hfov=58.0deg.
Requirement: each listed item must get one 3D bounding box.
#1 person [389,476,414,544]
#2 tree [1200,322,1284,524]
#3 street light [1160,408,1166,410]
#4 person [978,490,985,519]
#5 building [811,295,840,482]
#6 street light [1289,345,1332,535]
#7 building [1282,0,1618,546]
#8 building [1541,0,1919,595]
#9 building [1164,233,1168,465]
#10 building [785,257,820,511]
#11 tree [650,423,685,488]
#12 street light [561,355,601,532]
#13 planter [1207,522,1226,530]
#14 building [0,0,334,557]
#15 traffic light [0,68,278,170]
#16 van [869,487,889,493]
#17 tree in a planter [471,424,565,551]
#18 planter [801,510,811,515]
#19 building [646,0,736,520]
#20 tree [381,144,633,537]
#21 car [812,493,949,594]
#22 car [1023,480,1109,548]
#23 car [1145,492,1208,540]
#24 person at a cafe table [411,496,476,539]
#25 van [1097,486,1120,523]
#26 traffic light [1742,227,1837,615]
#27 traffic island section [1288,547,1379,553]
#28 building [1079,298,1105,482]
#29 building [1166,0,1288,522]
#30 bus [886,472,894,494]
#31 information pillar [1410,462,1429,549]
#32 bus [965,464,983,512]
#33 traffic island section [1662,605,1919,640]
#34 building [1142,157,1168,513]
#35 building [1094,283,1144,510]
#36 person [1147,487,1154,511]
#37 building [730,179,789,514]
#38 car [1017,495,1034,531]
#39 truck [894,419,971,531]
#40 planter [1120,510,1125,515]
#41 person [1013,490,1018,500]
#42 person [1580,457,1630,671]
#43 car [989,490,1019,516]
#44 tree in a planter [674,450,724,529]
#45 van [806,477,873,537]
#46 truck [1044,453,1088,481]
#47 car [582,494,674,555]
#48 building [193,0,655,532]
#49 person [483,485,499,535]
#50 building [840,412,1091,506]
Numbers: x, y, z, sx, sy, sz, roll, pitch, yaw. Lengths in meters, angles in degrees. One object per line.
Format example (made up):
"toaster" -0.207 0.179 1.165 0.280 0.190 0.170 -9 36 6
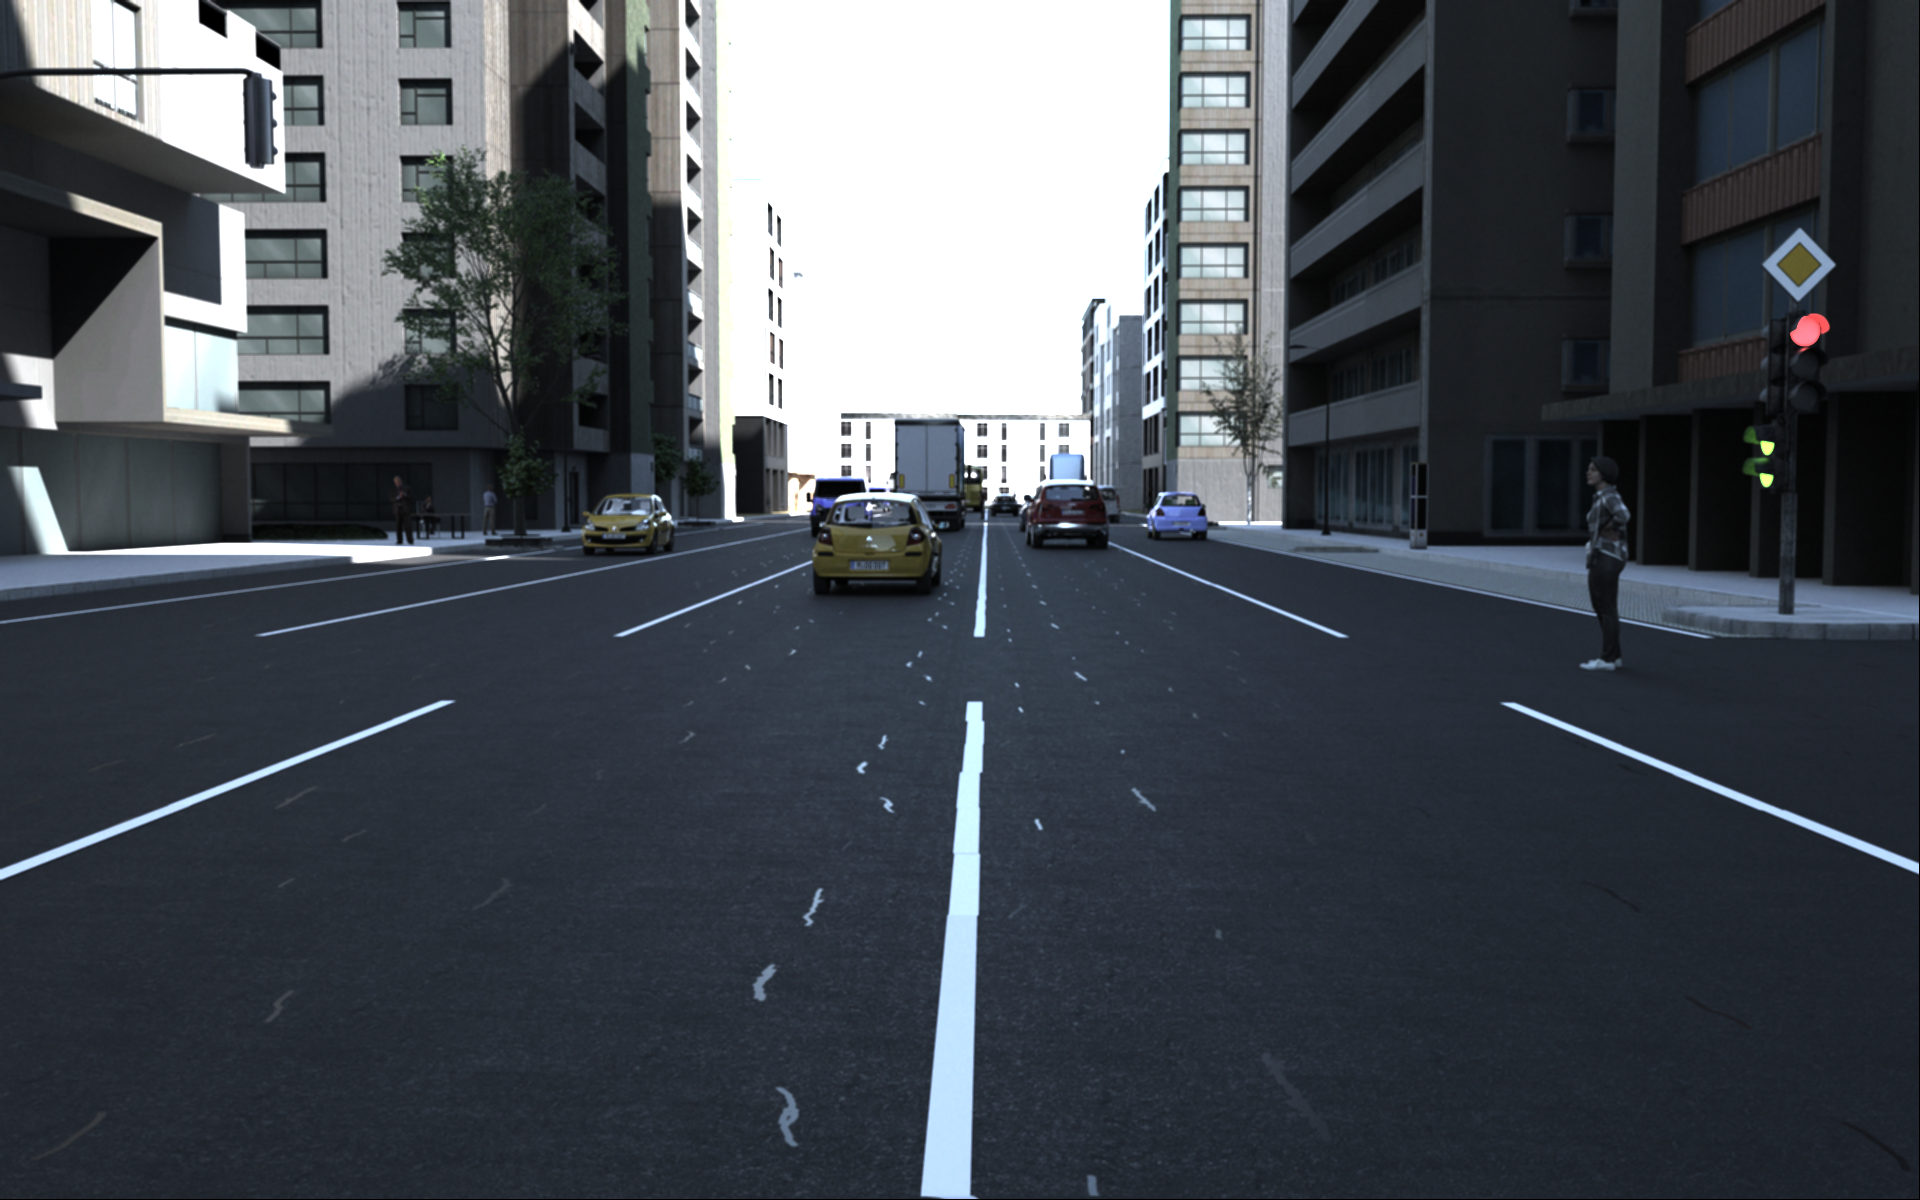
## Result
"person" -14.233 -2.291 44.187 0.565 1.739 0.600 -2 4 -35
"tree" 12.284 -7.532 73.514 4.360 8.622 3.978 0 3 0
"street light" 11.495 -7.397 93.485 1.470 5.913 1.316 0 4 1
"person" 1.208 -5.449 99.067 0.415 1.643 0.593 -1 4 -11
"building" -27.692 -18.112 162.595 31.486 18.905 16.747 0 4 1
"street light" 10.912 -4.982 54.000 1.470 5.913 1.316 0 4 1
"building" 22.333 -26.174 51.647 21.300 48.544 21.600 0 4 1
"building" 25.636 -22.867 28.501 28.867 44.769 22.147 0 4 1
"building" 20.019 -14.866 99.483 16.016 20.091 11.380 0 4 1
"building" -20.001 -17.628 144.634 16.016 20.091 11.380 0 4 1
"tree" -13.990 -5.734 77.463 4.285 4.588 4.351 0 3 0
"street light" -12.719 -5.234 58.115 1.470 5.913 1.316 0 4 1
"planter" 9.666 -2.993 70.080 1.991 0.319 1.994 0 4 1
"building" -30.116 -27.014 30.913 28.713 52.752 27.495 0 4 1
"traffic light" -9.806 -2.692 18.685 4.771 5.953 1.251 0 4 1
"van" -6.632 -8.191 138.306 2.240 2.365 5.245 0 4 3
"tree in a planter" -11.211 -2.871 44.160 1.991 3.239 1.994 0 4 1
"planter" -9.996 -6.107 120.992 1.991 0.319 1.994 0 4 1
"building" -19.295 -24.610 85.975 14.154 41.232 14.086 0 4 1
"tree" -13.526 -7.747 52.420 9.928 11.665 9.643 0 3 0
"car" -1.192 -0.976 26.189 2.015 1.641 3.980 0 4 2
"car" 2.889 -2.363 47.300 2.281 1.827 5.304 0 4 0
"car" 6.907 -2.799 55.348 1.945 1.707 3.694 0 4 2
"person at a cafe table" -15.076 -2.380 49.769 1.698 1.238 1.726 -3 4 -38
"van" 7.185 -4.976 88.363 2.013 2.044 4.112 0 4 0
"traffic light" 8.800 -1.801 18.372 0.839 4.253 0.868 0 4 1
"traffic island section" 9.228 -1.240 43.147 1.991 0.108 1.994 0 4 1
"building" 30.167 -21.198 190.568 32.646 21.610 27.936 0 4 1
"building" 17.001 -24.500 84.172 14.154 41.232 14.086 0 4 1
"bus" -3.576 -8.001 125.679 2.948 3.499 13.247 0 4 1
"information pillar" 10.684 -2.190 40.302 0.304 2.012 0.304 -1 4 -10
"bus" 0.534 -9.212 142.165 2.896 3.916 12.252 0 4 0
"traffic island section" 8.840 0.232 18.485 2.009 0.180 2.903 0 4 1
"building" 26.567 -16.969 121.410 27.936 21.610 32.646 0 4 1
"building" 21.240 -17.562 153.588 16.747 18.905 31.486 0 4 1
"person" 11.950 -6.275 109.467 0.721 1.723 1.217 0 4 1
"building" -26.737 -16.304 110.547 27.936 21.610 32.646 0 4 1
"car" 3.232 -3.404 67.660 2.014 1.417 4.499 0 4 1
"truck" -1.070 -4.982 70.371 2.839 4.237 11.283 0 4 2
"planter" 10.457 -6.084 120.606 1.991 0.319 1.994 0 4 1
"person" 4.667 -8.655 150.007 0.705 1.824 1.348 -2 4 -35
"person" 5.286 -0.300 14.133 0.376 1.734 0.841 2 4 25
"car" 2.889 -6.294 112.693 2.009 1.686 4.222 0 4 -1
"tree in a planter" -10.785 -4.519 71.101 1.991 3.239 1.994 0 4 1
"van" -4.087 -3.399 59.959 2.240 2.365 5.245 0 4 -1
"truck" 6.866 -7.279 108.777 2.967 4.110 18.799 0 4 2
"car" -8.026 -1.943 41.993 2.015 1.641 3.980 0 4 -1
"building" -19.783 -17.893 64.253 14.160 30.474 14.107 0 4 1
"person" -14.701 -2.816 54.155 0.516 1.574 0.319 2 4 28
"building" -0.341 -14.651 181.692 28.070 9.664 9.099 0 4 1
